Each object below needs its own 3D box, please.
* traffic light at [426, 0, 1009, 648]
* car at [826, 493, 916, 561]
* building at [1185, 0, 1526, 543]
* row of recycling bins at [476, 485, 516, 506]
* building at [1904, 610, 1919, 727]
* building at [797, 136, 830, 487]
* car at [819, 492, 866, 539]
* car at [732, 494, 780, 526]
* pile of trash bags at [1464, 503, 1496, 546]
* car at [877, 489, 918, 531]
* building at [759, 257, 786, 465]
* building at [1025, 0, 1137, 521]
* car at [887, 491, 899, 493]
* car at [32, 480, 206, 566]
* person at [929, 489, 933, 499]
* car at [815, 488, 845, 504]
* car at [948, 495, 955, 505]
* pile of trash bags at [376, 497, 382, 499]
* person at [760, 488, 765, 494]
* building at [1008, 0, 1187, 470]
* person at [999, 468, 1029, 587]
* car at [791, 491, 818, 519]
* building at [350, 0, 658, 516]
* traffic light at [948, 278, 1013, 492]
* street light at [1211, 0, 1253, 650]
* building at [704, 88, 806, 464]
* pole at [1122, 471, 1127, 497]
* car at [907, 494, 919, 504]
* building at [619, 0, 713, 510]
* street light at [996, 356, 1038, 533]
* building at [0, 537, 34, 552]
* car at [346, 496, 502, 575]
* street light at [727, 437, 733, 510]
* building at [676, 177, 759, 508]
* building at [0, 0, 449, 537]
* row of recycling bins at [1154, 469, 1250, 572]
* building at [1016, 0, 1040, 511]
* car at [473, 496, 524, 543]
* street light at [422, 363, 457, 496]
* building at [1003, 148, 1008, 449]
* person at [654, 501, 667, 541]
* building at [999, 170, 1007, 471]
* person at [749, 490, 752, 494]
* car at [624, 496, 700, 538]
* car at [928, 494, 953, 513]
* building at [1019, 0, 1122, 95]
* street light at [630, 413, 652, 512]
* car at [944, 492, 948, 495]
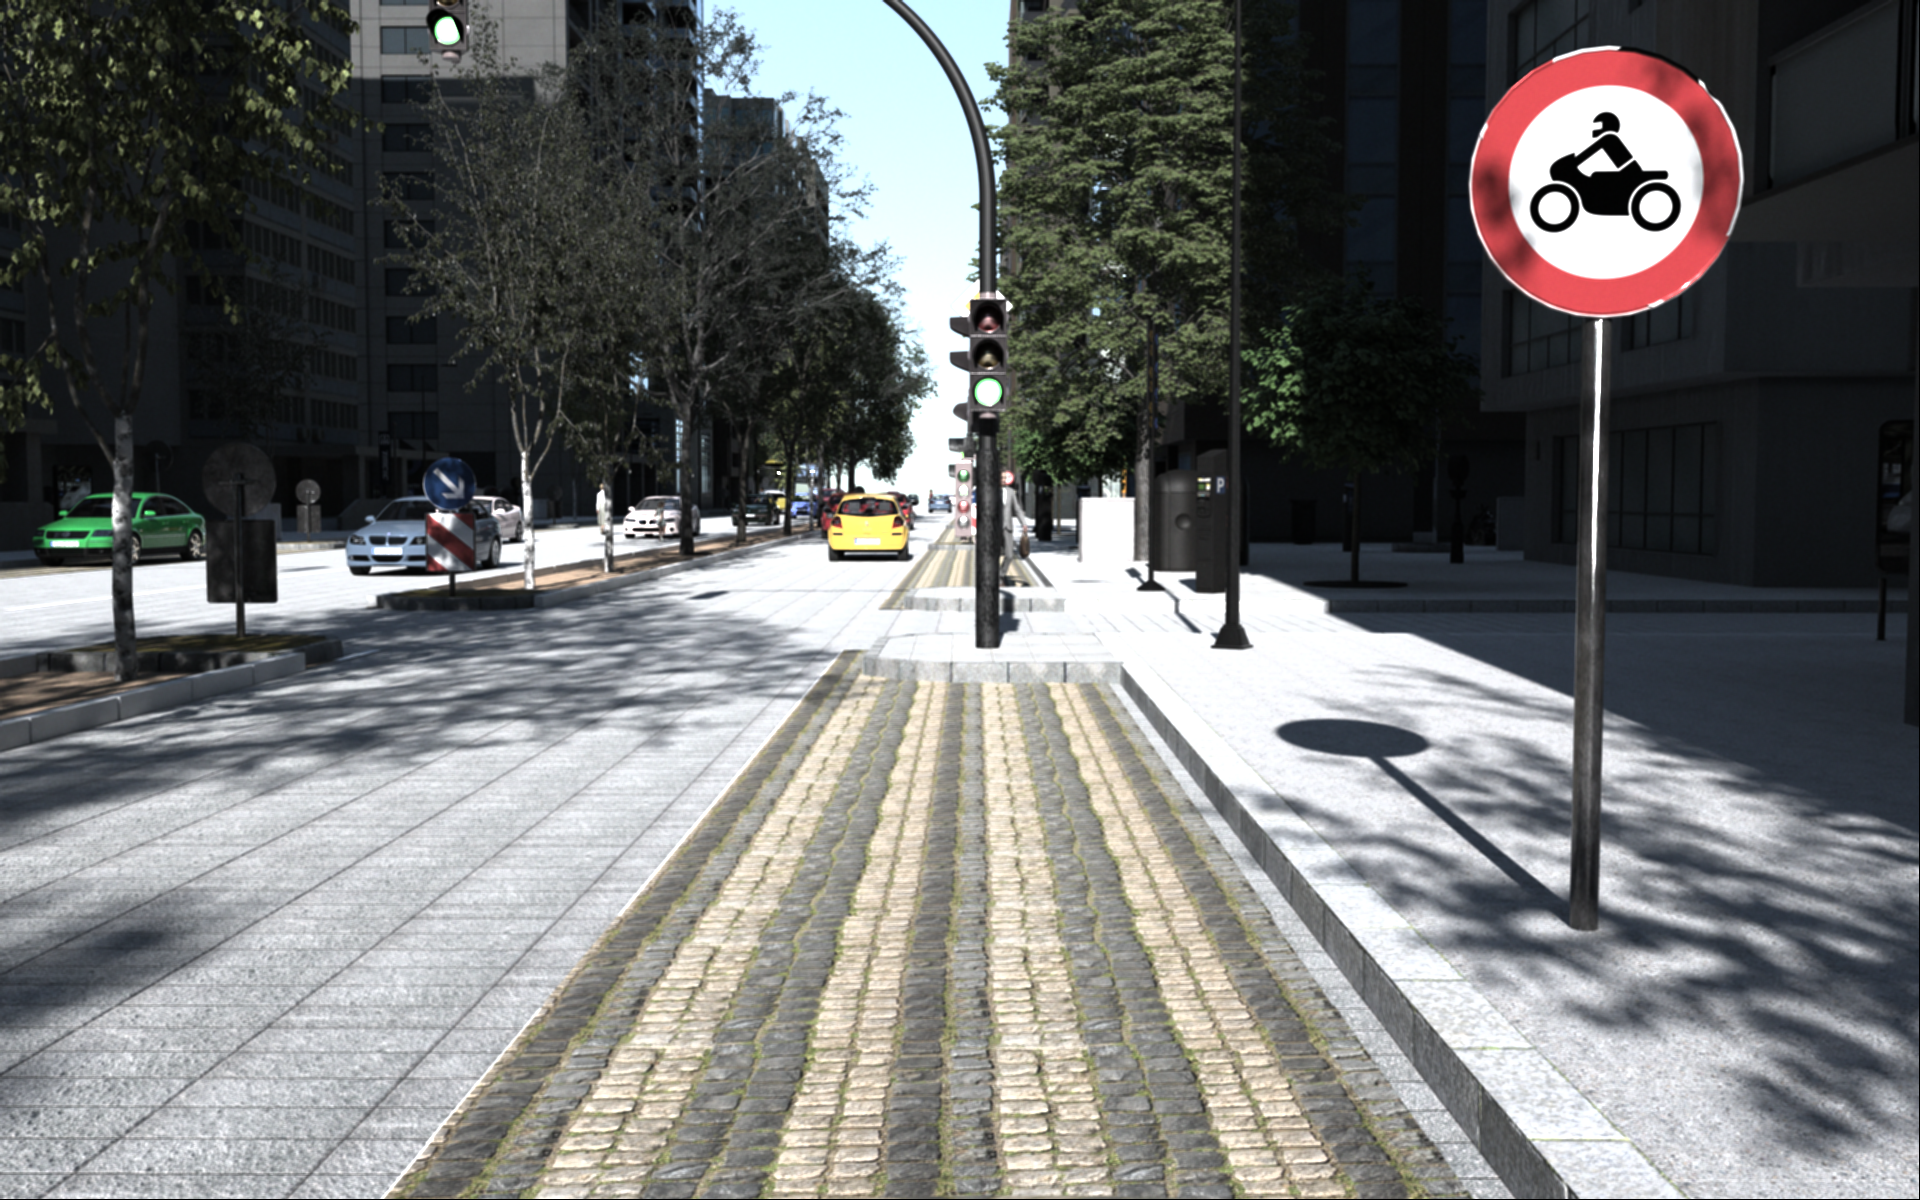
[{"bbox_3d":[-1.889,-2.422,14.269,4.771,5.953,1.251,0,4,0],"label":"traffic light"},{"bbox_3d":[-1.986,-1.718,38.313,2.015,1.641,3.980,0,4,-1],"label":"car"},{"bbox_3d":[12.789,-24.510,50.848,14.600,45.320,14.200,0,4,0],"label":"building"},{"bbox_3d":[-22.828,-4.621,82.667,3.534,1.692,1.069,-3,5,-44],"label":"row of recycling bins"},{"bbox_3d":[10.570,-19.684,5.432,14.154,41.232,14.086,0,4,0],"label":"building"},{"bbox_3d":[-29.433,-37.566,237.897,21.300,48.544,21.600,0,4,0],"label":"building"},{"bbox_3d":[-3.532,-2.893,56.338,2.155,1.783,4.494,0,4,-1],"label":"car"},{"bbox_3d":[-9.269,-4.214,78.688,2.009,1.686,4.222,0,4,2],"label":"car"},{"bbox_3d":[14.513,-2.057,43.385,3.447,1.369,1.912,-1,4,-20],"label":"pile of trash bags"},{"bbox_3d":[-2.792,-3.692,69.396,2.155,1.783,4.494,0,4,0],"label":"car"},{"bbox_3d":[-26.692,-25.537,189.232,14.160,30.474,14.107,0,4,0],"label":"building"},{"bbox_3d":[14.723,-46.939,80.118,22.319,86.520,31.000,0,4,0],"label":"building"},{"bbox_3d":[-8.537,-13.006,221.326,2.281,1.827,5.304,0,4,-1],"label":"car"},{"bbox_3d":[-17.173,-1.635,35.536,1.959,1.807,4.718,0,4,0],"label":"car"},{"bbox_3d":[-2.462,-8.349,144.947,0.705,1.831,1.348,0,4,-5],"label":"person"},{"bbox_3d":[-8.322,-6.335,112.256,2.281,1.827,5.304,0,3,0],"label":"car"},{"bbox_3d":[-1.107,-11.196,195.411,2.083,1.381,4.827,0,4,-1],"label":"car"},{"bbox_3d":[-28.106,-4.646,85.719,1.912,1.369,3.447,1,4,9],"label":"pile of trash bags"},{"bbox_3d":[-12.464,-6.146,108.972,0.705,1.826,1.348,2,4,30],"label":"person"},{"bbox_3d":[11.215,-30.601,150.443,14.600,45.320,14.200,0,4,0],"label":"building"},{"bbox_3d":[0.634,-1.043,25.682,0.709,1.813,0.853,-2,4,-26],"label":"person"},{"bbox_3d":[-9.067,-5.596,101.084,1.945,1.707,3.694,0,3,0],"label":"car"},{"bbox_3d":[-30.092,-40.922,107.331,20.563,71.187,20.611,0,4,0],"label":"building"},{"bbox_3d":[0.271,-2.046,22.378,0.839,4.253,0.868,0,4,0],"label":"traffic light"},{"bbox_3d":[1.731,-2.554,14.292,1.470,5.913,1.316,0,4,0],"label":"street light"},{"bbox_3d":[-30.609,-36.210,211.639,23.786,49.044,30.456,0,4,0],"label":"building"},{"bbox_3d":[6.222,-4.384,65.514,0.158,3.312,0.155,0,3,0],"label":"pole"},{"bbox_3d":[-6.876,-14.873,252.965,2.009,1.686,4.222,0,4,1],"label":"car"},{"bbox_3d":[-30.779,-50.164,132.851,22.319,86.520,31.000,0,4,0],"label":"building"},{"bbox_3d":[2.020,-5.200,57.557,1.470,5.913,1.316,0,4,0],"label":"street light"},{"bbox_3d":[-37.345,-20.940,34.250,32.217,40.220,23.993,0,4,0],"label":"building"},{"bbox_3d":[-9.822,-1.227,32.069,2.014,1.417,4.499,0,4,2],"label":"car"},{"bbox_3d":[-17.909,-10.120,138.005,1.470,5.913,1.316,0,4,0],"label":"street light"},{"bbox_3d":[-26.552,-23.568,157.039,14.160,30.474,14.107,0,4,0],"label":"building"},{"bbox_3d":[-37.565,-22.893,66.186,32.217,40.220,23.993,0,4,0],"label":"building"},{"bbox_3d":[4.178,-1.406,30.097,1.069,1.692,3.534,2,4,26],"label":"row of recycling bins"},{"bbox_3d":[11.403,-27.667,135.945,14.154,41.232,14.086,0,4,0],"label":"building"},{"bbox_3d":[-13.886,-2.275,49.565,2.083,1.381,4.827,0,4,2],"label":"car"},{"bbox_3d":[-18.542,-5.450,61.656,1.470,5.913,1.316,0,4,0],"label":"street light"},{"bbox_3d":[16.335,-33.737,206.228,22.147,44.769,28.867,0,4,0],"label":"building"},{"bbox_3d":[-9.168,-2.398,52.729,0.505,1.210,0.382,2,4,35],"label":"person"},{"bbox_3d":[16.429,-38.040,245.661,21.300,48.544,21.600,0,4,0],"label":"building"},{"bbox_3d":[-16.460,-7.755,135.971,1.217,1.739,0.721,-1,4,-13],"label":"person"},{"bbox_3d":[-9.850,-2.762,57.522,2.083,1.381,4.827,0,4,2],"label":"car"},{"bbox_3d":[-1.515,-7.412,133.194,2.014,1.417,4.499,0,4,1],"label":"car"},{"bbox_3d":[15.120,-28.115,114.299,22.147,44.769,28.867,0,4,0],"label":"building"},{"bbox_3d":[-18.261,-7.735,99.010,1.470,5.913,1.316,0,4,0],"label":"street light"},{"bbox_3d":[-1.768,-14.851,252.407,1.945,1.707,3.694,0,4,2],"label":"car"}]
